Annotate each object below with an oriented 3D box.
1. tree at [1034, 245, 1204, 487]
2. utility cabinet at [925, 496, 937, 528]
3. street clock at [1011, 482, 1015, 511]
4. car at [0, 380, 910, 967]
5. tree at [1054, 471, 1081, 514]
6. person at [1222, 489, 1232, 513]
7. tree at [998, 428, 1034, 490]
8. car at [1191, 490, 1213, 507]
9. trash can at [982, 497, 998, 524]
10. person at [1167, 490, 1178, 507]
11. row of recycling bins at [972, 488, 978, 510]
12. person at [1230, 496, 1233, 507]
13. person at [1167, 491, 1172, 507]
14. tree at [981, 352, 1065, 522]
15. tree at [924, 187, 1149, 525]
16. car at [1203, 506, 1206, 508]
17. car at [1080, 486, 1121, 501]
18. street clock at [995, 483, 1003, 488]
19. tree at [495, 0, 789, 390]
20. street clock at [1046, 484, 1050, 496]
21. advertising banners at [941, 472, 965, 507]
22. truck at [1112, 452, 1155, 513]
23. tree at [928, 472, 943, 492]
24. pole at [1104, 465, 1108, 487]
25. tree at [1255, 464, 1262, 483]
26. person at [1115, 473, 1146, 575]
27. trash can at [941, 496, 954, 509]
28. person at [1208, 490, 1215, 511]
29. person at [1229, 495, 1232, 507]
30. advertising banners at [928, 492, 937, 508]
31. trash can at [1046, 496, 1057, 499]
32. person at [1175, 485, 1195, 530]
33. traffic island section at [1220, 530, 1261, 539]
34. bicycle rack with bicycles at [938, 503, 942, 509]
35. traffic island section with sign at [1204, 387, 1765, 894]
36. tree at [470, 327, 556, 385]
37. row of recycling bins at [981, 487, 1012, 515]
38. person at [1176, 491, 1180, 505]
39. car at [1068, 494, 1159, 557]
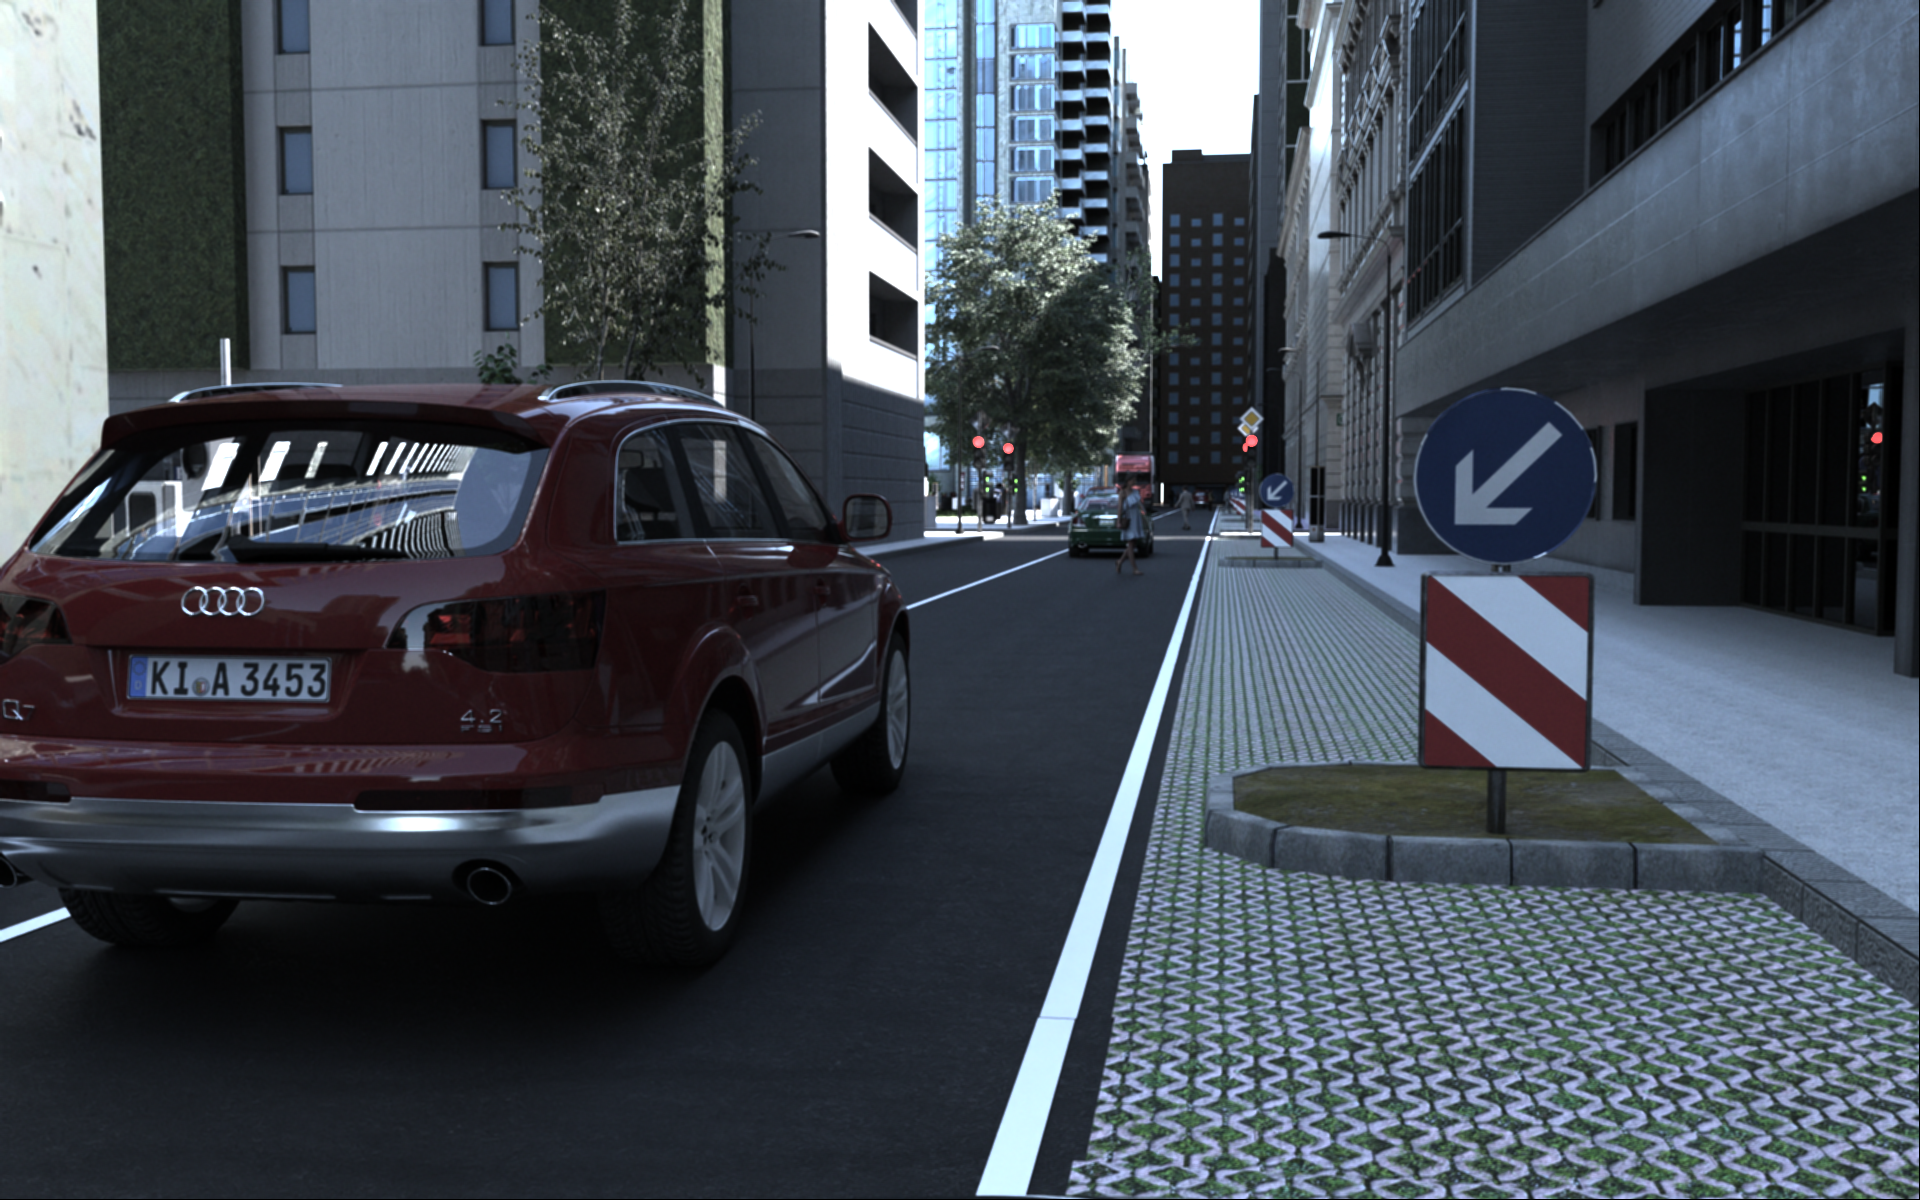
[{"bbox_3d":[11.639,-16.836,131.161,12.611,20.169,13.585,0,3,0],"label":"tree"},{"bbox_3d":[-1.202,-3.320,65.445,0.306,1.237,1.020,1,4,20],"label":"utility cabinet"},{"bbox_3d":[2.734,-4.970,85.834,0.471,2.002,0.358,0,4,2],"label":"street clock"},{"bbox_3d":[-1.510,0.108,6.900,2.281,1.827,5.304,0,4,8],"label":"car"},{"bbox_3d":[6.989,-7.121,111.027,1.663,3.219,1.824,0,3,0],"label":"tree"},{"bbox_3d":[20.158,-7.463,130.620,0.850,1.850,0.679,-1,4,-10],"label":"person"},{"bbox_3d":[4.503,-10.294,118.671,4.360,8.622,3.978,0,3,0],"label":"tree"},{"bbox_3d":[23.587,-9.823,169.280,2.281,1.827,5.304,1,4,8],"label":"car"},{"bbox_3d":[1.266,-3.872,74.957,0.748,1.137,0.748,0,3,0],"label":"trash can"},{"bbox_3d":[22.835,-10.867,186.196,1.348,1.821,0.705,2,4,33],"label":"person"},{"bbox_3d":[1.511,-6.226,108.913,1.069,1.692,3.534,1,4,13],"label":"row of recycling bins"},{"bbox_3d":[29.353,-10.888,187.239,1.217,1.743,0.721,3,4,38],"label":"person"},{"bbox_3d":[23.131,-11.117,190.273,0.705,1.822,1.348,2,4,35],"label":"person"},{"bbox_3d":[3.263,-7.888,79.329,4.737,8.622,4.395,0,3,0],"label":"tree"},{"bbox_3d":[2.387,-10.090,71.621,9.857,13.997,8.962,0,3,0],"label":"tree"},{"bbox_3d":[24.553,-10.433,179.380,1.959,1.807,4.718,1,4,10],"label":"car"},{"bbox_3d":[7.207,-4.779,86.806,2.281,1.827,5.304,1,4,10],"label":"car"},{"bbox_3d":[2.567,-6.689,113.933,0.471,2.002,0.358,-3,5,-41],"label":"street clock"},{"bbox_3d":[-4.848,-4.576,25.183,4.360,8.622,3.978,0,3,0],"label":"tree"},{"bbox_3d":[6.149,-7.136,121.236,0.358,2.002,0.471,1,4,9],"label":"street clock"},{"bbox_3d":[-0.572,-8.659,137.764,2.074,3.025,0.090,-1,4,-13],"label":"advertising banners"},{"bbox_3d":[11.922,-7.884,117.818,2.839,4.237,11.283,0,4,7],"label":"truck"},{"bbox_3d":[-2.363,-8.879,139.774,1.663,3.219,1.824,0,3,0],"label":"tree"},{"bbox_3d":[9.838,-7.517,116.741,0.158,3.312,0.155,0,3,0],"label":"pole"},{"bbox_3d":[25.410,-9.594,140.568,4.285,4.588,4.351,0,3,0],"label":"tree"},{"bbox_3d":[2.976,-1.358,30.790,0.616,1.811,0.778,-2,4,-35],"label":"person"},{"bbox_3d":[-0.761,-5.681,104.536,0.748,1.137,0.748,0,3,0],"label":"trash can"},{"bbox_3d":[21.031,-8.348,145.081,0.705,1.812,1.348,-1,4,-13],"label":"person"},{"bbox_3d":[26.856,-9.906,170.462,1.348,1.824,0.705,-3,4,-39],"label":"person"},{"bbox_3d":[-2.315,-6.316,99.450,2.074,3.025,0.090,1,4,22],"label":"advertising banners"},{"bbox_3d":[6.043,-6.296,114.588,0.748,1.137,0.748,0,3,0],"label":"trash can"},{"bbox_3d":[9.026,-3.700,69.273,0.678,1.792,0.850,-2,4,-25],"label":"person"},{"bbox_3d":[9.372,-2.046,55.739,2.009,0.180,2.903,1,4,9],"label":"traffic island section"},{"bbox_3d":[-2.302,-6.817,124.837,2.925,0.926,2.852,1,4,11],"label":"bicycle rack with bicycles"},{"bbox_3d":[2.038,0.085,7.241,1.989,1.847,2.006,1,4,9],"label":"traffic island section with sign"},{"bbox_3d":[-5.333,-1.567,20.222,1.663,3.219,1.824,0,3,0],"label":"tree"},{"bbox_3d":[2.373,-6.012,105.414,1.069,1.692,3.534,1,4,16],"label":"row of recycling bins"},{"bbox_3d":[26.240,-12.241,209.171,0.617,1.759,0.750,3,4,37],"label":"person"},{"bbox_3d":[3.588,-1.770,40.732,2.131,1.459,4.920,1,4,8],"label":"car"}]
